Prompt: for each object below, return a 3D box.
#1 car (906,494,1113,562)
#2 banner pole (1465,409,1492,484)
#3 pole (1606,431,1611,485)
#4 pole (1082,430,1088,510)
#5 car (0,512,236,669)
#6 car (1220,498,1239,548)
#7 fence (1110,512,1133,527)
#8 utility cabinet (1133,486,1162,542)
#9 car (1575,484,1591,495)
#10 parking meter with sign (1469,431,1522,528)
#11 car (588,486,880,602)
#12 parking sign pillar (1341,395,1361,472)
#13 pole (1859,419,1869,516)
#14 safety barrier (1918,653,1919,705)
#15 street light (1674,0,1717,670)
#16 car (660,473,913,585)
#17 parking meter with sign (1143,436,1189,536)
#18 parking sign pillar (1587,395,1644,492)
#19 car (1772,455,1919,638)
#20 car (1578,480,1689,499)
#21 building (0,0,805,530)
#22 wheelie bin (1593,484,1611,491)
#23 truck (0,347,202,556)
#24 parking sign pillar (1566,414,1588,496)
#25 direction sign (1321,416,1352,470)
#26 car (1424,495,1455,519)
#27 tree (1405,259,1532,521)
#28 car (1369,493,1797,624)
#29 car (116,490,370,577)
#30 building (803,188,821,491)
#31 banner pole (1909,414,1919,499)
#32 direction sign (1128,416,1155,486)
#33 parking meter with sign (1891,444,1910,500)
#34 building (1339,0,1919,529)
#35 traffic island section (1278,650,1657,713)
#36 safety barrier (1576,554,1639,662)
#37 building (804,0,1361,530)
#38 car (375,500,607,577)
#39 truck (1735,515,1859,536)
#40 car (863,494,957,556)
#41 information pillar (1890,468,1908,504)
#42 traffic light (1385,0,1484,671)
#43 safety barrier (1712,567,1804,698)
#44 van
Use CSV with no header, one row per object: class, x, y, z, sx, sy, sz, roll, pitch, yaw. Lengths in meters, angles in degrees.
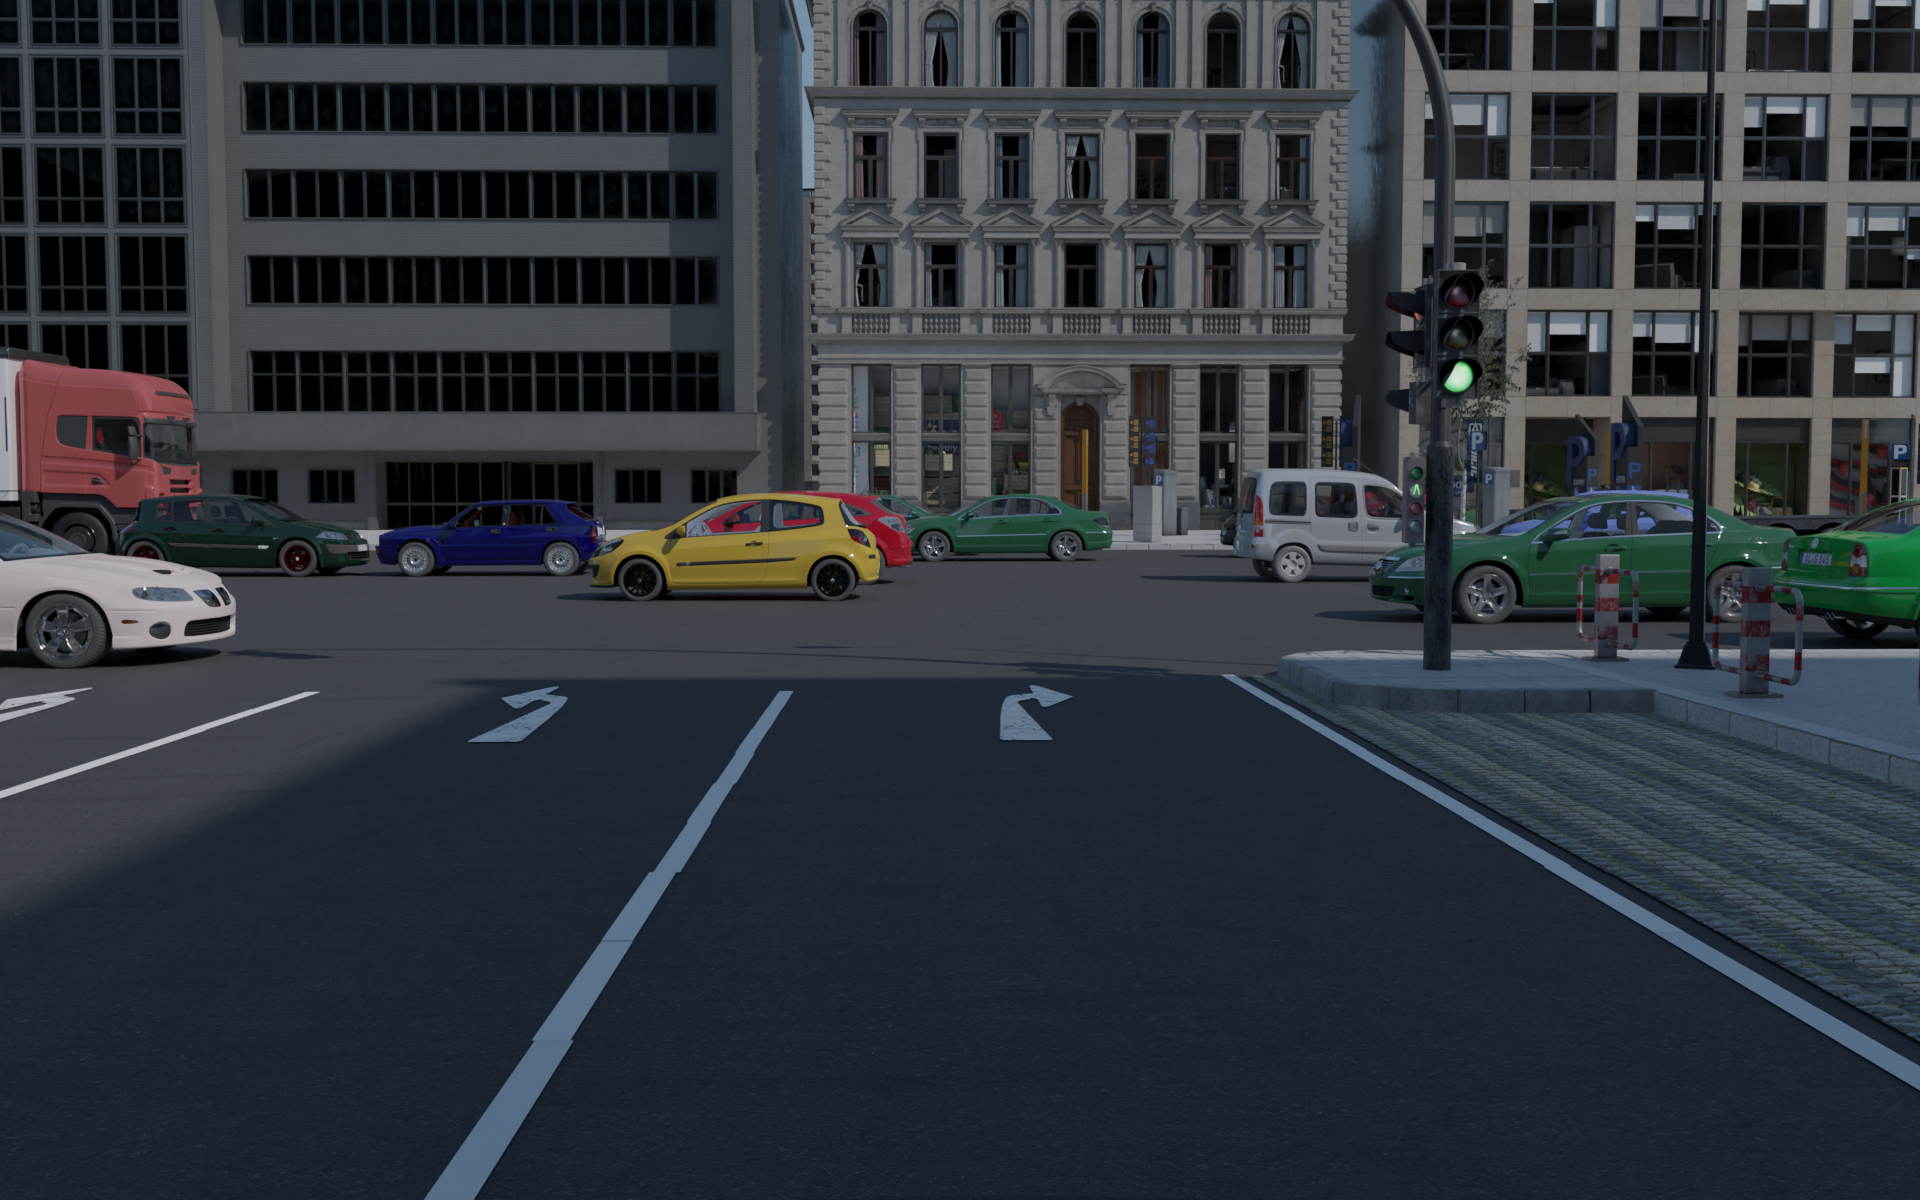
car,0.851,-1.571,37.490,4.920,1.459,2.131,0,4,-3
banner pole,15.291,-3.724,50.904,0.863,3.779,0.401,1,4,11
pole,20.961,-3.800,55.977,0.158,3.312,0.155,0,3,0
pole,3.962,-3.738,54.961,0.158,3.312,0.155,0,3,0
car,-8.824,-0.161,15.000,4.827,1.381,2.083,0,4,-2
car,8.035,-1.809,39.367,4.222,1.686,2.009,0,4,-3
fence,5.994,-2.641,58.556,2.069,0.683,0.278,-1,4,-16
utility cabinet,5.006,-2.292,46.158,0.318,1.500,1.173,-1,4,-19
car,16.171,-1.936,41.243,3.694,1.707,1.945,0,4,-1
parking meter with sign,15.006,-3.186,48.347,1.738,3.016,0.543,-2,4,-33
car,-3.095,-0.835,23.877,3.980,1.641,2.015,0,4,-1
parking sign pillar,10.503,-3.551,46.527,1.447,3.967,1.447,1,4,16
pole,24.637,-3.265,47.219,0.158,3.312,0.155,0,3,0
safety barrier,5.086,0.348,8.578,0.300,0.817,1.120,0,4,-1
street light,4.898,-2.451,12.613,1.470,5.913,1.316,0,4,-1
car,-3.007,-1.158,27.979,4.494,1.783,2.155,0,4,-3
parking meter with sign,6.329,-3.478,53.134,0.543,3.016,1.738,3,5,45
parking sign pillar,17.993,-3.565,46.756,1.447,3.967,1.447,0,4,2
car,10.347,-0.474,16.550,4.718,1.807,1.959,0,4,-3
car,11.459,-1.311,31.027,3.694,1.707,1.945,0,3,0
building,-21.413,-15.120,66.281,30.058,24.678,14.314,0,4,-1
wheelie bin,19.723,-2.753,52.922,0.693,1.594,0.980,0,4,-4
truck,-20.394,-2.769,34.189,11.283,4.237,2.839,0,4,-2
parking sign pillar,20.784,-4.243,57.843,1.447,3.967,1.447,-1,4,-10
direction sign,10.901,-3.562,50.231,0.876,3.537,0.379,2,4,27
car,9.836,-2.033,42.287,4.494,1.783,2.155,0,4,0
tree,16.086,-6.410,55.173,4.360,8.622,3.978,0,3,0
car,7.192,-0.502,20.000,4.920,1.459,2.131,0,4,-3
car,-12.644,-1.271,30.573,4.222,1.686,2.009,0,4,-1
building,-15.968,-33.084,224.522,14.086,41.232,14.154,0,4,-1
banner pole,29.905,-3.912,53.983,0.863,3.779,0.401,2,4,28
direction sign,5.272,-3.566,50.308,0.876,3.537,0.379,-2,4,-27
parking meter with sign,32.361,-3.871,59.549,0.543,3.016,1.738,2,4,24
building,31.967,-16.202,69.423,34.151,26.468,19.350,0,4,-1
traffic island section,3.505,0.586,12.705,2.009,0.180,2.903,0,4,-1
safety barrier,4.967,0.059,13.307,0.300,0.817,1.120,0,4,-1
building,4.120,-14.445,65.052,19.941,23.489,11.050,0,4,-1
car,-8.277,-1.115,30.813,3.894,1.354,1.945,0,4,-3
truck,23.880,-2.805,35.622,18.799,4.110,2.967,0,4,0
car,-1.723,-1.777,40.849,4.920,1.459,2.131,0,4,0
information pillar,26.008,-2.662,48.014,0.304,2.012,0.304,-2,4,-26
traffic light,1.376,-2.308,12.396,4.771,5.953,1.251,0,4,-1
safety barrier,5.026,0.204,10.943,0.300,0.817,1.120,0,4,-1
van,6.666,-1.329,28.733,4.112,2.044,2.013,0,4,-3
